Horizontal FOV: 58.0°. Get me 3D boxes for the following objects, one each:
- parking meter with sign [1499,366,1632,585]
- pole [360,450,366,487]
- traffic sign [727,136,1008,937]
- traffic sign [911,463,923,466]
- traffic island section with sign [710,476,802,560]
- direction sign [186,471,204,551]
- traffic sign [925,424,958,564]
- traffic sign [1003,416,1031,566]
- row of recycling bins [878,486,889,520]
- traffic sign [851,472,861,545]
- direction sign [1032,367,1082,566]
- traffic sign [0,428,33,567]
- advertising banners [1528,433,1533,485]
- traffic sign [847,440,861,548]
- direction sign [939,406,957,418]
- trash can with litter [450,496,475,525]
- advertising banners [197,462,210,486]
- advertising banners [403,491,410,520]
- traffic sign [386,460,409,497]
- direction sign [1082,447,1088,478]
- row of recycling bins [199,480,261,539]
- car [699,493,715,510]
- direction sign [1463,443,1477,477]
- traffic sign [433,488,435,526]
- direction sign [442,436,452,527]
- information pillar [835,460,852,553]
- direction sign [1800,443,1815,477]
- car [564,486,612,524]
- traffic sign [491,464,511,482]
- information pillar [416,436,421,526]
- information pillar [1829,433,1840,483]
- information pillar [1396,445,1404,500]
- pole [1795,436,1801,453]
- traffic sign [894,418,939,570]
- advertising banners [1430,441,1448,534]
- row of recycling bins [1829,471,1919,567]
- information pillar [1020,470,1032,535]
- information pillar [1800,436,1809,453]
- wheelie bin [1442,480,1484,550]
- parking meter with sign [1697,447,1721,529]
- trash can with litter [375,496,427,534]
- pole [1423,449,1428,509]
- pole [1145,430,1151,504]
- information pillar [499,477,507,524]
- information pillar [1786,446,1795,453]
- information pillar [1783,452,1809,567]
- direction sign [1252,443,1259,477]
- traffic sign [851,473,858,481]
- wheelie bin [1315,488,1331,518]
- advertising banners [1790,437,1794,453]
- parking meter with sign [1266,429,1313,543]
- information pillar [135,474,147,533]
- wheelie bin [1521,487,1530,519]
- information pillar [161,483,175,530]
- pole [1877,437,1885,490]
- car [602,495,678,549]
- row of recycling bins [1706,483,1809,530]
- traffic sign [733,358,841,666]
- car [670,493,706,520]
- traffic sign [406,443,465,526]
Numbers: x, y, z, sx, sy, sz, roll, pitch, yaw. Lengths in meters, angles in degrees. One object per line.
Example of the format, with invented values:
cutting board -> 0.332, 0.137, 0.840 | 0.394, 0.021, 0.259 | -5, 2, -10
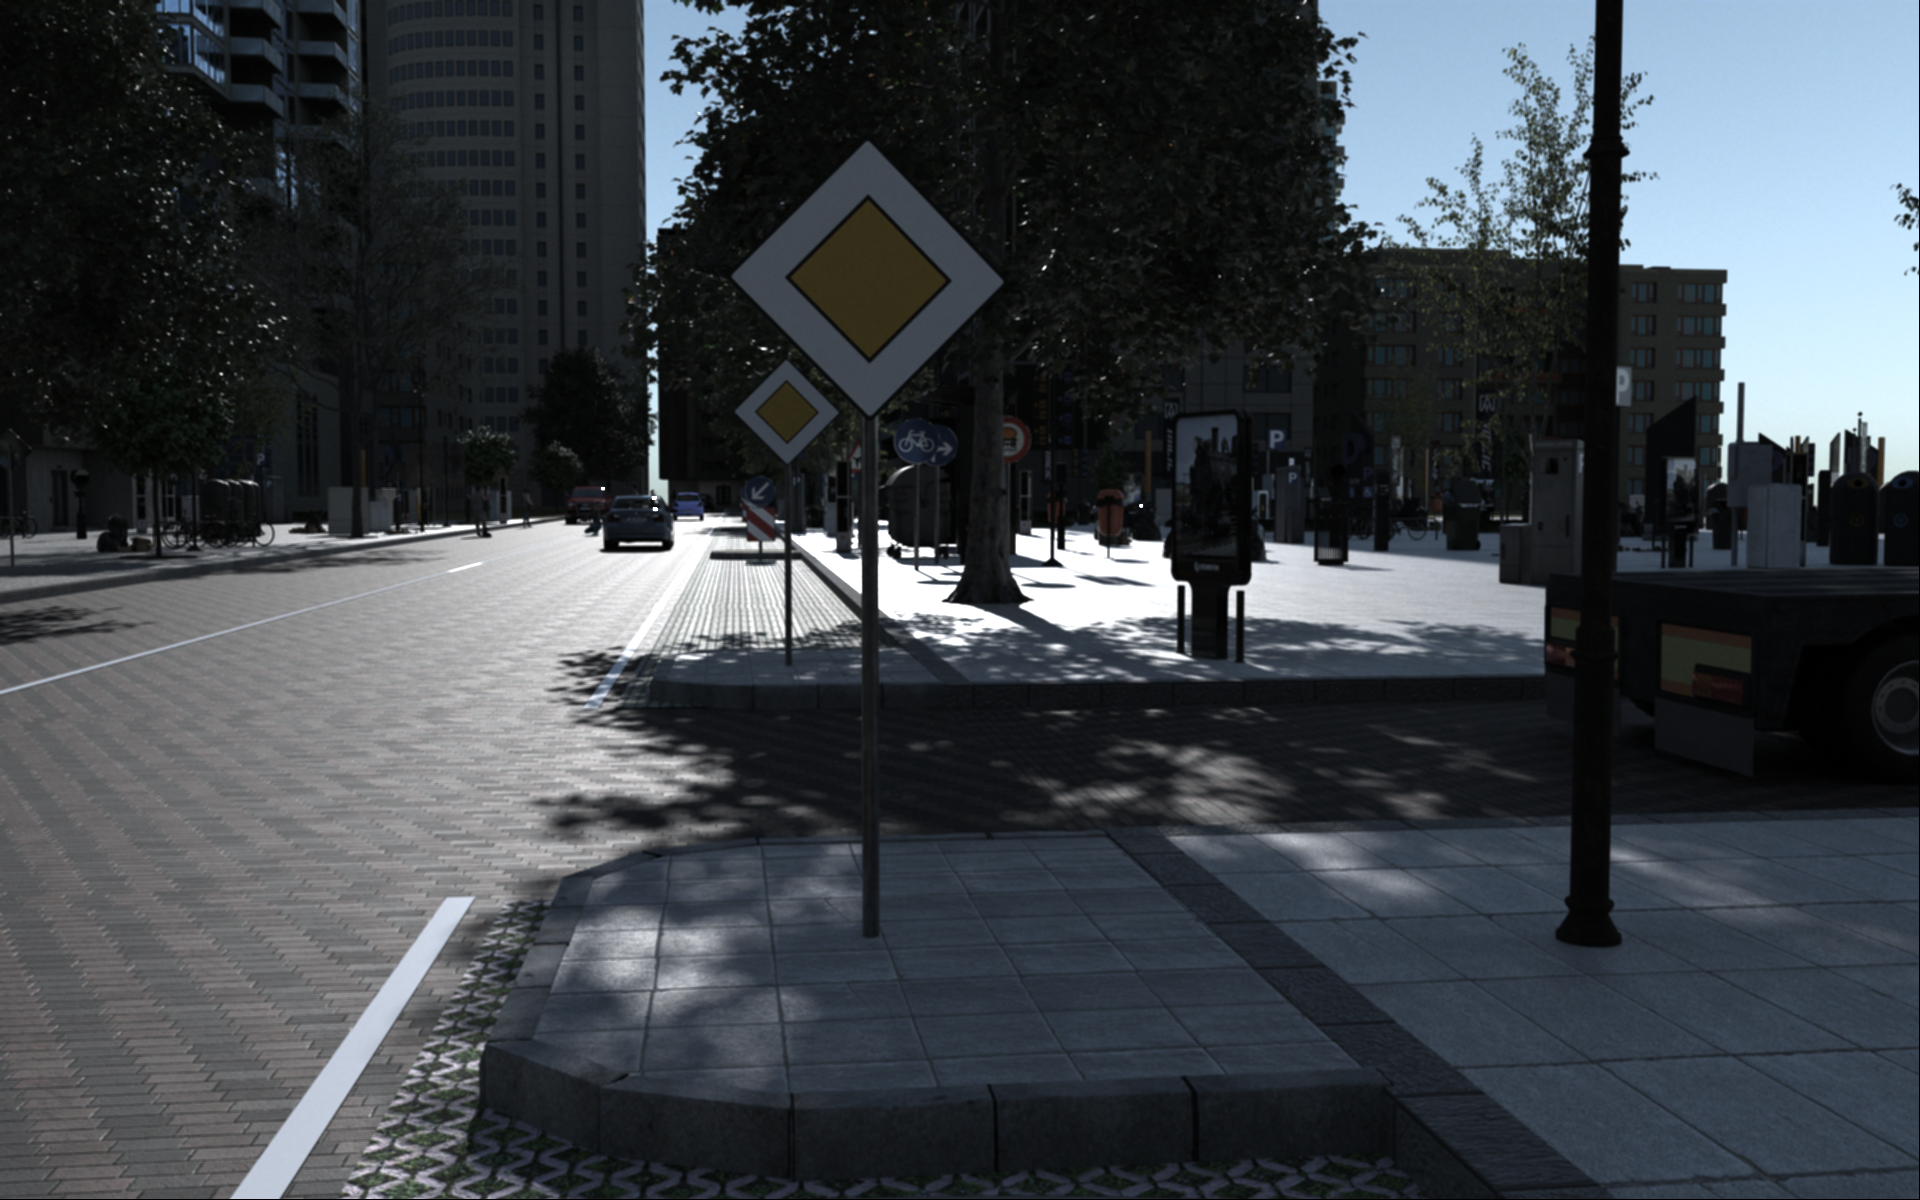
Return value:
parking meter with sign -> 8.439, -1.716, 24.321 | 0.543, 3.016, 1.738 | -3, 5, -41
pole -> -27.388, -5.241, 79.536 | 0.158, 3.312, 0.155 | 0, 3, 0
traffic sign -> -0.261, -0.081, 4.969 | 0.795, 2.450, 0.064 | 0, 4, -7
traffic sign -> -1.403, -3.485, 56.984 | 0.884, 2.594, 0.081 | 0, 4, 0
traffic island section with sign -> -4.549, -1.826, 38.475 | 1.989, 1.847, 2.006 | 0, 4, -7
direction sign -> -17.306, -2.880, 39.082 | 0.379, 3.537, 0.876 | -2, 4, -31
traffic sign -> -0.424, -1.933, 31.714 | 0.768, 2.556, 0.104 | 0, 4, 2
traffic sign -> 0.776, -1.724, 28.285 | 0.768, 2.556, 0.104 | 0, 4, 2
row of recycling bins -> -3.174, -4.909, 87.372 | 1.069, 1.692, 3.534 | 2, 4, 25
traffic sign -> -2.511, -2.680, 43.820 | 0.884, 2.594, 0.081 | 0, 4, -1
direction sign -> 1.646, -2.373, 30.797 | 0.876, 3.537, 0.379 | 3, 4, 38
traffic sign -> -16.721, -1.793, 30.504 | 0.795, 2.450, 0.064 | 0, 4, -1
advertising banners -> 17.102, -3.339, 50.772 | 0.090, 3.025, 2.074 | 3, 5, 43
traffic sign -> -2.422, -2.538, 41.502 | 0.884, 2.594, 0.081 | 0, 4, -4
direction sign -> -0.165, -3.218, 44.612 | 0.876, 3.537, 0.379 | 2, 4, 35
trash can with litter -> -20.872, -3.829, 73.662 | 1.678, 1.210, 2.233 | -2, 4, -24
advertising banners -> -24.827, -3.818, 58.609 | 2.074, 3.025, 0.090 | -1, 4, -9
advertising banners -> -25.367, -5.085, 79.329 | 0.090, 3.025, 2.074 | 0, 4, -3
traffic sign -> -21.636, -4.077, 66.658 | 0.884, 2.594, 0.081 | 0, 4, 2
direction sign -> 5.733, -5.570, 83.058 | 0.876, 3.537, 0.379 | -2, 4, -28
row of recycling bins -> -21.310, -2.667, 50.725 | 1.069, 1.692, 3.534 | 0, 4, -5
car -> -22.553, -8.728, 152.494 | 2.009, 1.686, 4.222 | 0, 4, -7
direction sign -> 22.608, -5.180, 76.694 | 0.379, 3.537, 0.876 | -2, 4, -31
traffic sign -> -20.978, -4.220, 69.008 | 0.884, 2.594, 0.081 | 0, 4, 1
direction sign -> -20.107, -4.633, 67.746 | 0.379, 3.537, 0.876 | -1, 4, -23
information pillar -> -2.539, -2.039, 37.822 | 0.304, 2.012, 0.304 | 0, 4, 7
direction sign -> 37.824, -5.228, 77.479 | 0.379, 3.537, 0.876 | -1, 4, -22
car -> -18.082, -4.638, 84.497 | 2.281, 1.827, 5.304 | 0, 4, -8
traffic sign -> -20.087, -4.633, 75.756 | 0.884, 2.594, 0.081 | 0, 4, 2
information pillar -> -21.940, -4.822, 70.195 | 0.183, 3.616, 0.504 | -2, 4, -29
information pillar -> 33.295, -4.563, 65.960 | 0.504, 3.616, 0.183 | -2, 4, -28
information pillar -> 20.883, -5.560, 82.267 | 0.504, 3.616, 0.183 | -3, 5, -43
pole -> 29.332, -4.090, 60.722 | 0.158, 3.312, 0.155 | 0, 3, 0
traffic sign -> -0.731, -1.773, 29.103 | 0.768, 2.556, 0.104 | 0, 4, -3
advertising banners -> 15.845, -3.666, 56.127 | 0.090, 3.025, 2.074 | -1, 4, -20
row of recycling bins -> 17.159, -1.432, 30.533 | 1.069, 1.692, 3.534 | -3, 4, -37
information pillar -> 2.045, -3.024, 53.928 | 0.304, 2.012, 0.304 | 1, 4, 18
information pillar -> 34.150, -4.815, 70.086 | 0.504, 3.616, 0.183 | -2, 4, -35
wheelie bin -> 11.467, -1.940, 39.632 | 0.980, 1.594, 0.693 | -1, 4, -12
parking meter with sign -> 27.410, -4.181, 64.617 | 1.738, 3.016, 0.543 | 2, 4, 24
trash can with litter -> -18.105, -2.764, 56.251 | 1.678, 1.210, 2.233 | -1, 4, -11
pole -> 20.870, -5.129, 77.703 | 0.158, 3.312, 0.155 | 0, 3, 0
pole -> 6.020, -3.770, 55.476 | 0.158, 3.312, 0.155 | 0, 3, 0
information pillar -> -19.655, -4.282, 74.501 | 0.304, 2.012, 0.304 | -1, 4, -18
information pillar -> 40.649, -5.714, 84.774 | 0.504, 3.616, 0.183 | 1, 4, 10
information pillar -> 14.839, -1.606, 30.748 | 0.304, 2.012, 0.304 | 1, 4, 11
direction sign -> 13.027, -5.226, 77.445 | 0.379, 3.537, 0.876 | -2, 4, -32
traffic sign -> -4.498, -4.298, 70.374 | 0.768, 2.556, 0.104 | 0, 4, -5
wheelie bin -> 17.532, -4.666, 84.196 | 0.980, 1.594, 0.693 | -1, 4, -23
advertising banners -> 25.579, -3.510, 53.576 | 0.090, 3.025, 2.074 | 1, 4, 18
parking meter with sign -> 8.638, -3.026, 45.734 | 0.543, 3.016, 1.738 | -1, 4, -11
information pillar -> -26.771, -3.188, 56.611 | 0.304, 2.012, 0.304 | -2, 4, -27
wheelie bin -> 26.513, -4.440, 80.494 | 0.980, 1.594, 0.693 | 3, 5, 40
information pillar -> -28.503, -3.538, 62.331 | 0.304, 2.012, 0.304 | 2, 4, 33
pole -> 33.079, -4.184, 62.253 | 0.158, 3.312, 0.155 | 0, 3, 0
car -> -8.545, -2.091, 46.188 | 2.014, 1.417, 4.499 | -1, 4, -8
row of recycling bins -> 28.485, -3.354, 61.953 | 3.534, 1.692, 1.069 | 0, 4, -1
traffic sign -> -1.284, -0.566, 12.889 | 0.795, 2.450, 0.064 | 0, 4, -7
car -> -14.961, -5.245, 95.342 | 1.945, 1.707, 3.694 | -1, 4, -9
traffic sign -> -20.792, -4.577, 68.701 | 2.265, 3.308, 0.079 | 0, 4, -4
